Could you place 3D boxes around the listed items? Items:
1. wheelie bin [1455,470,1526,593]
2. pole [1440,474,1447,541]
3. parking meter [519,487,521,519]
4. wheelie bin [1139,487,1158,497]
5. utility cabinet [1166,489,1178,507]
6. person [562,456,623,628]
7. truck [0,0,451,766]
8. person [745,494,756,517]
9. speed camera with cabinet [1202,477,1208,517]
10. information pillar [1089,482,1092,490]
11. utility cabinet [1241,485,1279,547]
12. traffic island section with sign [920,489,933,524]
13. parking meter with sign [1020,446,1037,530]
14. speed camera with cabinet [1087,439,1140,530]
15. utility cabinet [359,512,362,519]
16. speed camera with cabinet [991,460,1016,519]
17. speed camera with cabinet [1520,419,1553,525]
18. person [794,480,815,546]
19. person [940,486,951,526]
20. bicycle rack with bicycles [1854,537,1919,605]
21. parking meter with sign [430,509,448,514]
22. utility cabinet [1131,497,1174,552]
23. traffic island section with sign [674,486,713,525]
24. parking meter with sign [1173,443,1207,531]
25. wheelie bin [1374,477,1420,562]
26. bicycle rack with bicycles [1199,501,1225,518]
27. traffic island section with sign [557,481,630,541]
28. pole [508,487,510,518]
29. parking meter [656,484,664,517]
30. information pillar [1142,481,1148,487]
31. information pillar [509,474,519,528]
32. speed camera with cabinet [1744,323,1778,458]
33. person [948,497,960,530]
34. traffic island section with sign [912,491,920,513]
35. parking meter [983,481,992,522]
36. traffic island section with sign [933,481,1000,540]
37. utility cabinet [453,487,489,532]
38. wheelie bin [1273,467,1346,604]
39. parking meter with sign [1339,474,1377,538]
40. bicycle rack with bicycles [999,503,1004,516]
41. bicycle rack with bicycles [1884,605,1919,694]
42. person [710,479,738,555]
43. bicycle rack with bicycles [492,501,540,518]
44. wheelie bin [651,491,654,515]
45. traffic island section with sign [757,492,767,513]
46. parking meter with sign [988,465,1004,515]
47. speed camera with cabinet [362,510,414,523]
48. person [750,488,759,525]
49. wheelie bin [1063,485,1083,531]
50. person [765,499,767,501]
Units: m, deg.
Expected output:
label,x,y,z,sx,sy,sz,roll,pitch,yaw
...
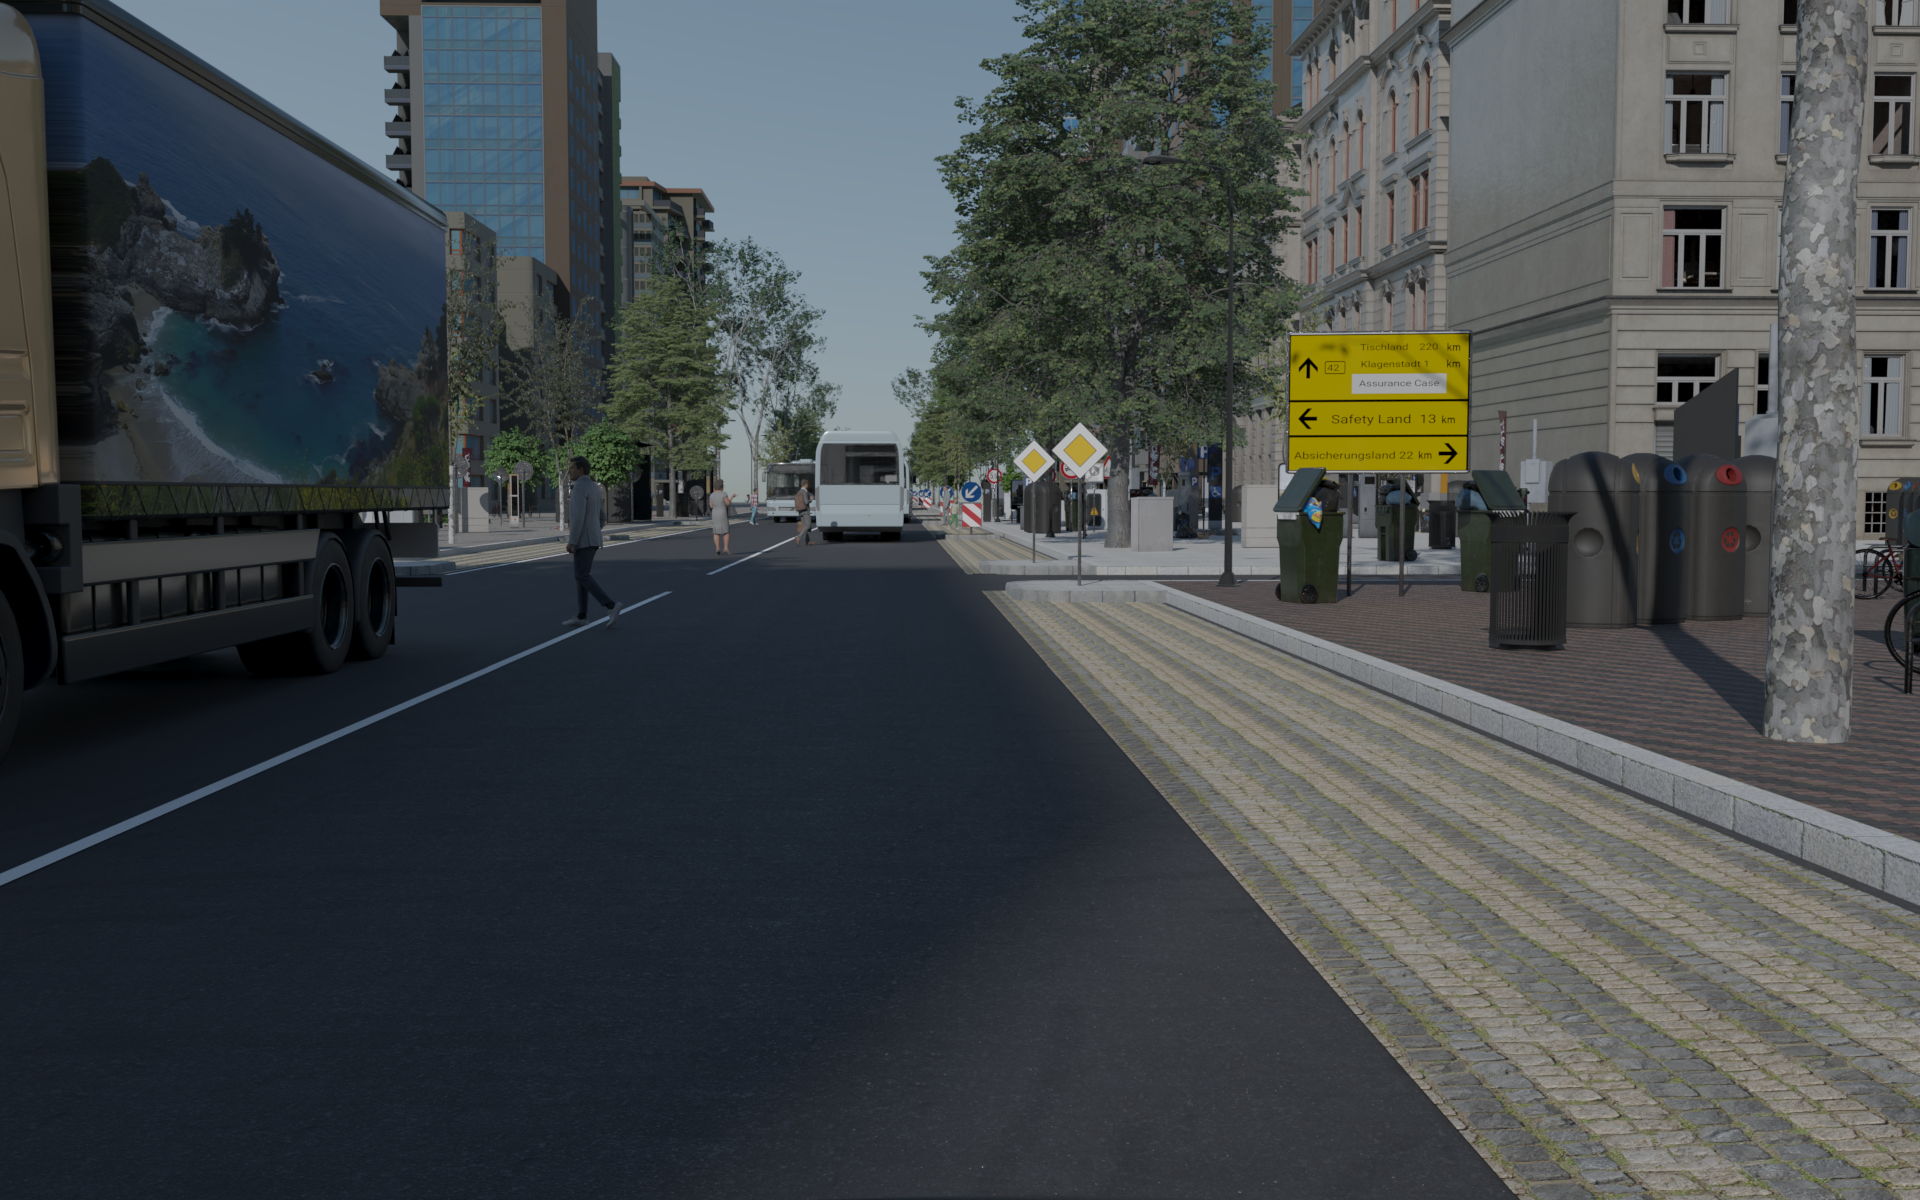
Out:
label,x,y,z,sx,sy,sz,roll,pitch,yaw
wheelie bin,6.934,-0.910,22.791,0.980,1.594,0.693,-2,4,-30
pole,12.089,-3.022,43.258,0.158,3.312,0.155,0,3,0
parking meter,-23.265,-5.206,90.824,0.399,1.863,0.255,-3,4,-36
wheelie bin,7.779,-3.946,72.432,0.980,1.594,0.693,0,4,5
utility cabinet,10.266,-4.535,82.832,0.318,1.500,1.173,-1,4,-22
person,-3.974,-0.635,18.722,0.795,1.843,0.661,1,4,13
truck,-6.060,-1.390,11.634,2.839,4.237,11.283,0,4,-2
person,-13.062,-5.907,108.269,0.628,1.438,0.799,1,4,10
speed camera with cabinet,13.962,-6.293,97.221,0.660,3.252,2.038,1,4,13
information pillar,5.894,-5.287,77.804,0.183,3.616,0.504,-1,4,-12
utility cabinet,7.313,-1.996,41.313,1.173,1.500,0.318,-1,4,-14
traffic island section with sign,-0.767,-4.489,82.017,1.989,1.847,2.006,0,4,-2
parking meter with sign,2.512,-4.053,62.524,0.543,3.016,1.738,1,4,11
speed camera with cabinet,5.447,-4.153,62.239,2.038,3.252,0.660,3,5,39
utility cabinet,-14.238,-1.909,39.899,1.173,1.500,0.318,-2,4,-28
speed camera with cabinet,2.402,-5.792,89.042,2.038,3.252,0.660,3,4,39
speed camera with cabinet,15.825,-3.129,45.493,2.038,3.252,0.660,3,4,38
person,-4.332,-2.414,47.935,0.822,1.834,0.622,-3,5,-42
person,-0.618,-4.251,78.099,0.391,1.810,0.635,-1,4,-22
bicycle rack with bicycles,12.465,-0.494,21.459,2.925,0.926,2.852,2,4,25
parking meter with sign,-24.496,-5.184,81.017,0.543,3.016,1.738,-3,5,-40
utility cabinet,4.289,-1.685,38.710,1.020,1.237,0.306,-2,4,-34
traffic island section with sign,-12.325,-4.439,81.202,1.989,1.847,2.006,0,4,-2
parking meter with sign,7.859,-3.868,59.502,0.543,3.016,1.738,-2,4,-31
wheelie bin,8.341,-1.540,33.091,0.693,1.594,0.980,-1,4,-16
bicycle rack with bicycles,13.855,-4.924,93.894,2.852,0.926,2.925,0,4,-6
traffic island section with sign,-11.315,-2.753,53.636,1.989,1.847,2.006,0,4,-2
pole,-24.165,-6.061,92.944,0.158,3.312,0.155,0,3,0
parking meter,-16.866,-5.599,97.255,0.399,1.863,0.255,-2,4,-32
information pillar,10.417,-5.677,97.304,0.304,2.012,0.304,2,4,28
information pillar,-16.682,-3.688,64.793,0.304,2.012,0.304,-2,4,-23
speed camera with cabinet,8.890,-1.553,19.735,2.038,3.252,0.660,-2,4,-23
person,-0.242,-3.478,69.606,0.306,1.304,0.590,-3,5,-44
traffic island section with sign,-2.617,-7.542,131.943,1.989,1.847,2.006,0,4,-2
parking meter,1.266,-4.499,79.263,0.399,1.863,0.255,0,4,3
traffic island section with sign,0.226,-2.839,55.048,1.989,1.847,2.006,0,4,-2
utility cabinet,-16.277,-2.985,57.479,1.173,1.500,0.318,-2,4,-28
wheelie bin,4.141,-0.772,20.524,0.693,1.594,0.980,-1,4,-18
parking meter with sign,11.898,-3.297,50.172,1.738,3.016,0.543,0,4,5
bicycle rack with bicycles,3.383,-5.377,101.288,2.925,0.926,2.852,0,4,-8
bicycle rack with bicycles,7.336,0.141,11.077,2.852,0.926,2.925,-2,4,-33
person,-5.498,-1.944,40.641,0.716,1.782,0.532,2,4,27
bicycle rack with bicycles,-24.376,-5.022,95.494,2.852,0.926,2.925,-2,4,-27
wheelie bin,-16.193,-4.976,89.268,0.980,1.594,0.693,-3,4,-38
traffic island section with sign,-14.107,-7.393,129.507,1.989,1.847,2.006,0,4,-2
parking meter with sign,2.373,-6.603,104.216,0.543,3.016,1.738,2,4,35
speed camera with cabinet,-13.188,-2.690,38.324,2.038,3.252,0.660,-3,5,-41
person,-9.670,-4.402,81.310,0.643,1.720,0.563,-2,4,-34
wheelie bin,3.969,-3.176,59.844,0.693,1.594,0.980,-1,4,-19
person,-11.770,-6.137,109.666,1.217,1.723,0.721,-1,4,-14
